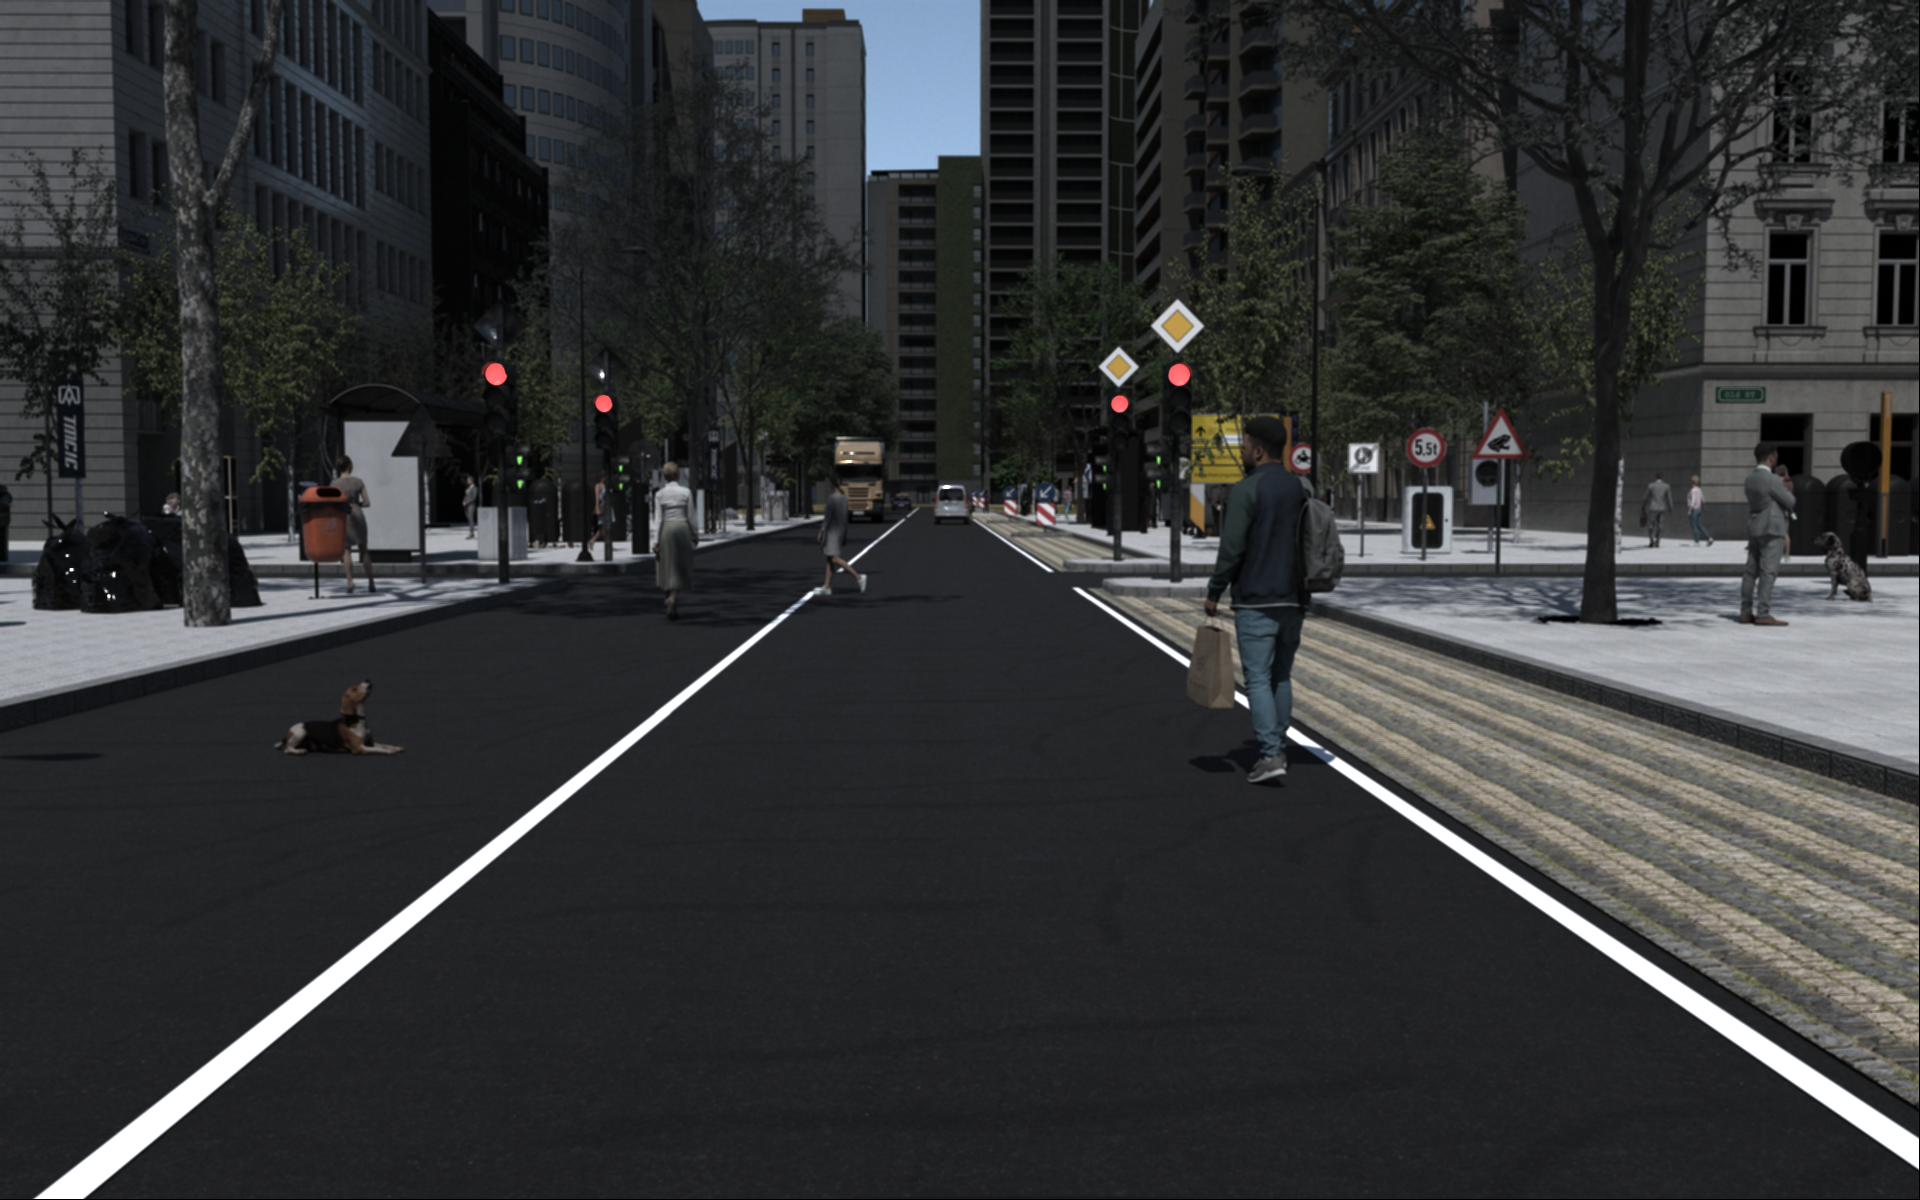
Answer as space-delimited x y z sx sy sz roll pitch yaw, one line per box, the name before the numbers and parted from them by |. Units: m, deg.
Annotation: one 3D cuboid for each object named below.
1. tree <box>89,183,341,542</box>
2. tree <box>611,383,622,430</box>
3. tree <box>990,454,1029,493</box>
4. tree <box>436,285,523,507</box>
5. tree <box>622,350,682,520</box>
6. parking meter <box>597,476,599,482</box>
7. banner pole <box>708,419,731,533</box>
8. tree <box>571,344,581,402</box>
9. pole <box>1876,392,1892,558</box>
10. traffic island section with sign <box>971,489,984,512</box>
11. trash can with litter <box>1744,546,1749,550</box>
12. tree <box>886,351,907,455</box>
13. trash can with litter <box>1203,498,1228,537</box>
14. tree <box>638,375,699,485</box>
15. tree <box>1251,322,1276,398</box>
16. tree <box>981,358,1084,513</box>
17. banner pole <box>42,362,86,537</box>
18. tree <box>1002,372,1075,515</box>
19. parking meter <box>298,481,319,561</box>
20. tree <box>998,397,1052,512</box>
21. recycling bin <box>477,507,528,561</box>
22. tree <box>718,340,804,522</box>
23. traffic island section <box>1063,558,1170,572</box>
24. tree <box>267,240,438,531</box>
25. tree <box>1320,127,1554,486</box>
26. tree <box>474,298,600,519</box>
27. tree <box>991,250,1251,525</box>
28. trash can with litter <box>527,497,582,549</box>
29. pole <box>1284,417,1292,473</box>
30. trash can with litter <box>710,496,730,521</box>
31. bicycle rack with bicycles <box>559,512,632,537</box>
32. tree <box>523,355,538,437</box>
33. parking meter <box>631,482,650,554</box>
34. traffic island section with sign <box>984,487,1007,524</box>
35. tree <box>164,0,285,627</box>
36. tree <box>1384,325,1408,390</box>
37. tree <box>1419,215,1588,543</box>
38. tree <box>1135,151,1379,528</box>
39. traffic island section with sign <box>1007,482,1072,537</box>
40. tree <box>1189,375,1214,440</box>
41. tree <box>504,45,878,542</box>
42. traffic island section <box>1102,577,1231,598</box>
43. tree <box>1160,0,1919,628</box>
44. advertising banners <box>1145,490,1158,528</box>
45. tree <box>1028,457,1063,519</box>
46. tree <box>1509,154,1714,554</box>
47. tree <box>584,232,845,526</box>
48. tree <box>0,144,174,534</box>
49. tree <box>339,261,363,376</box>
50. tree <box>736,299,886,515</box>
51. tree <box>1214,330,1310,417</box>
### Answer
tree | -17.580 -5.485 40.039 4.737 8.622 4.395 0 3 0
tree | -18.835 -7.941 80.193 4.737 8.622 4.395 0 3 0
tree | 3.950 -9.556 139.946 4.285 4.588 4.351 0 3 0
tree | -18.086 -6.653 59.136 4.360 8.622 3.978 0 3 0
tree | -15.635 -8.296 85.997 4.737 8.622 4.395 0 3 0
parking meter | -11.710 -3.126 56.825 0.255 1.863 0.399 1 4 22
banner pole | -8.013 -4.121 57.391 0.863 3.779 0.401 -3 5 -41
tree | -17.313 -10.247 93.301 9.928 11.665 9.643 0 3 0
pole | 18.484 -2.495 34.639 0.158 3.312 0.155 0 3 0
traffic island section with sign | 1.617 -7.720 134.854 1.989 1.847 2.006 0 4 -1
trash can with litter | 17.681 -1.604 37.610 1.055 1.170 0.624 0 4 -2
tree | -8.350 -13.101 120.859 9.857 13.997 8.962 0 3 0
trash can with litter | 7.652 -2.479 51.926 0.624 1.170 1.055 -2 4 -33
tree | -17.393 -9.234 101.335 4.360 8.622 3.978 0 3 0
tree | 13.546 -10.251 93.365 9.928 11.665 9.643 0 3 0
tree | 4.900 -11.057 115.198 7.601 10.594 8.767 0 4 4
banner pole | -17.137 -2.632 33.057 0.863 3.779 0.401 -2 4 -31
tree | 4.702 -9.447 104.822 4.360 8.622 3.978 0 3 0
parking meter | -12.535 -1.526 33.358 0.372 1.533 0.369 0 3 0
tree | 4.485 -10.768 126.423 4.737 8.622 4.395 0 3 0
recycling bin | -8.831 -1.277 33.431 0.722 1.027 0.722 1 4 11
tree | -9.055 -7.944 80.249 4.737 8.622 4.395 0 3 0
traffic island section | 3.031 -0.662 33.109 2.009 0.180 2.903 0 4 -1
tree | -18.404 -6.159 51.069 4.360 8.622 3.978 0 3 0
tree | 14.823 -8.324 54.224 7.486 12.596 7.792 0 3 0
tree | -16.639 -7.064 65.858 4.737 8.622 4.395 0 3 0
tree | 5.151 -9.019 73.215 9.928 11.665 9.643 0 3 0
trash can with litter | -9.698 -1.849 41.297 1.678 1.210 2.233 2 4 30
pole | 8.651 -3.176 45.764 0.158 3.312 0.155 0 3 0
trash can with litter | -11.468 -4.359 82.319 1.678 1.210 2.233 -1 4 -23
bicycle rack with bicycles | -10.976 -2.292 50.859 2.925 0.926 2.852 -1 4 -16
tree | -19.469 -7.376 70.956 4.360 8.622 3.978 0 3 0
parking meter | -6.808 -1.743 36.903 0.372 1.533 0.369 0 3 0
traffic island section with sign | 2.310 -4.650 84.658 1.989 1.847 2.006 0 4 -1
tree | -7.688 -9.723 14.867 12.611 20.169 13.585 0 3 0
tree | 14.753 -7.001 64.824 4.737 8.622 4.395 0 3 0
tree | 14.321 -5.778 44.825 4.360 8.622 3.978 0 3 0
tree | 6.151 -5.340 37.673 4.737 8.622 4.395 0 3 0
traffic island section with sign | 2.698 -3.002 57.705 1.989 1.847 2.006 0 4 -1
tree | 14.888 -9.231 101.292 4.360 8.622 3.978 0 3 0
tree | -7.209 -8.355 46.981 12.009 13.543 11.850 0 3 0
traffic island section | 3.143 -0.174 25.125 2.009 0.180 2.903 0 4 -1
tree | 6.405 -6.503 16.701 12.009 13.543 11.850 0 3 0
advertising banners | 7.100 -4.242 65.551 0.090 3.025 2.074 -1 4 -14
tree | 4.382 -5.823 89.800 1.663 3.219 1.824 0 3 0
tree | 14.138 -5.314 37.243 4.737 8.622 4.395 0 3 0
tree | -8.620 -8.789 69.448 9.928 11.665 9.643 0 3 0
tree | -18.569 -5.227 35.828 4.360 8.622 3.978 0 3 0
tree | -18.177 -5.862 46.202 4.737 8.622 4.395 0 3 0
tree | -9.220 -12.140 105.139 9.857 13.997 8.962 0 3 0
tree | 13.273 -7.635 75.199 4.360 8.622 3.978 0 3 0
